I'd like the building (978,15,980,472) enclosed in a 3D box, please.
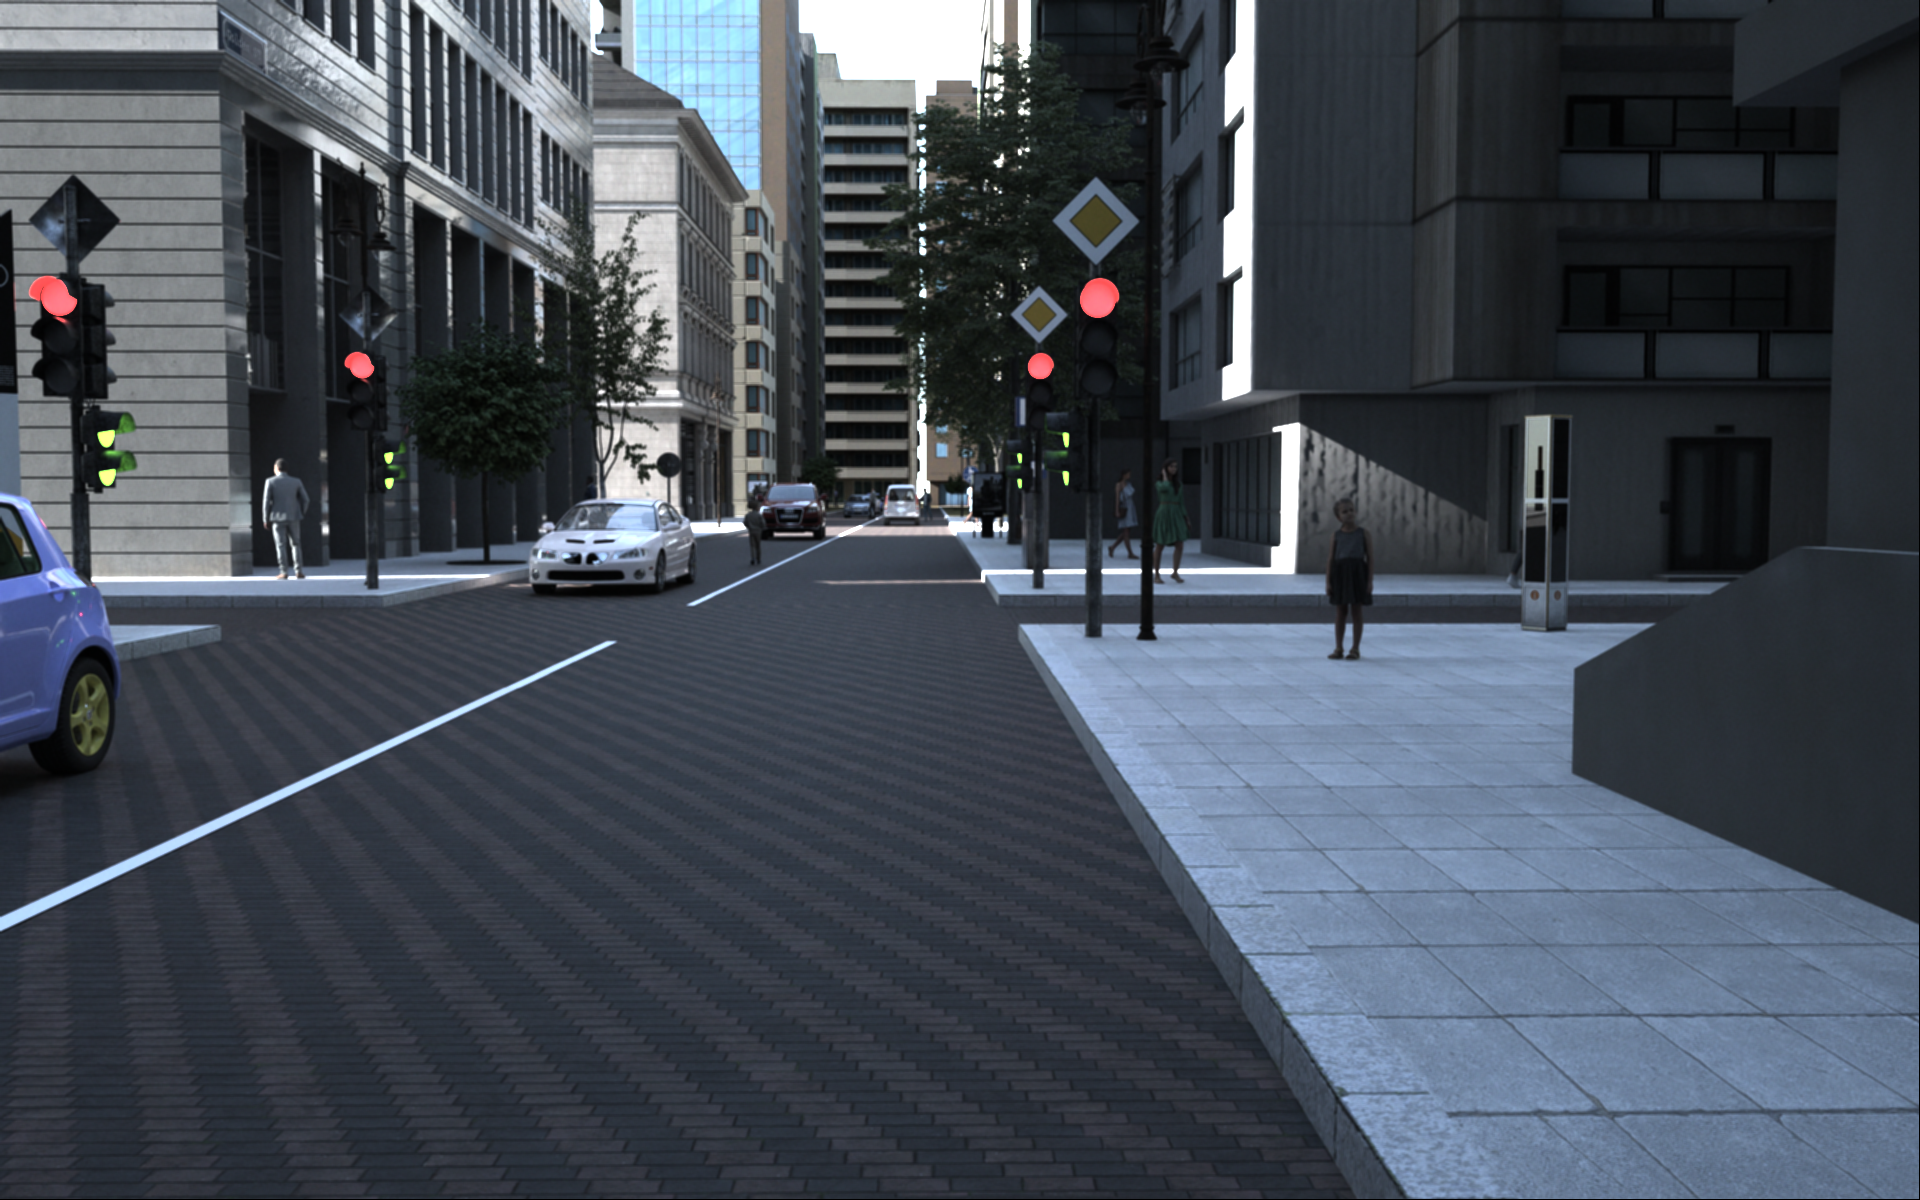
[{"bbox_3d":[8.548,-28.556,150.478,14.154,41.232,14.086,0,4,-1],"label":"building"}]

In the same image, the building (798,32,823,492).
[{"bbox_3d":[-19.585,-28.449,148.743,14.154,41.232,14.086,0,4,-1],"label":"building"}]

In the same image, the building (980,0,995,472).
[{"bbox_3d":[12.458,-31.120,132.510,21.300,48.544,21.600,0,4,-1],"label":"building"}]

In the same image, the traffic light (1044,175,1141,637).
[{"bbox_3d":[1.182,-1.623,15.459,0.839,4.253,0.868,0,4,-1],"label":"traffic light"}]

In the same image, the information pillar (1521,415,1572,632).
[{"bbox_3d":[5.499,-0.719,16.246,0.304,2.012,0.304,-2,4,-34],"label":"information pillar"}]

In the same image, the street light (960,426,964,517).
[{"bbox_3d":[0.116,-7.653,97.912,0.468,5.910,1.993,0,4,-1],"label":"street light"}]

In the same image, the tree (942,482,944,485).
[{"bbox_3d":[-0.860,-9.922,156.825,1.663,3.219,1.824,0,3,0],"label":"tree"}]

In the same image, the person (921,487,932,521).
[{"bbox_3d":[-1.763,-5.044,91.320,0.623,1.781,0.721,1,4,18],"label":"person"}]

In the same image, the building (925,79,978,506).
[{"bbox_3d":[3.292,-33.060,190.644,14.200,45.320,14.600,0,4,-1],"label":"building"}]

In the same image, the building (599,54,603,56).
[{"bbox_3d":[-34.825,-29.392,164.146,14.086,41.232,14.154,0,4,-1],"label":"building"}]

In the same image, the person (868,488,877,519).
[{"bbox_3d":[-4.978,-5.487,98.390,0.473,1.802,0.592,2,4,33],"label":"person"}]

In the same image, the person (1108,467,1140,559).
[{"bbox_3d":[3.215,-1.722,34.287,0.778,1.811,0.616,3,5,42],"label":"person"}]

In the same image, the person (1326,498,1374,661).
[{"bbox_3d":[3.014,-0.164,13.391,0.362,1.253,0.373,2,4,27],"label":"person"}]

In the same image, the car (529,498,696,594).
[{"bbox_3d":[-5.210,-0.863,26.464,2.083,1.381,4.827,0,4,1],"label":"car"}]

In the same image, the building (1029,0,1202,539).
[{"bbox_3d":[9.108,-17.335,55.122,14.160,30.474,14.107,0,4,-1],"label":"building"}]

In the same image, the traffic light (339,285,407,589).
[{"bbox_3d":[-7.914,-2.101,23.274,0.839,4.253,0.868,0,4,-1],"label":"traffic light"}]

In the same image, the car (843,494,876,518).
[{"bbox_3d":[-6.048,-5.674,104.767,2.014,1.417,4.499,0,3,0],"label":"car"}]

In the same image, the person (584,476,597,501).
[{"bbox_3d":[-10.718,-2.688,50.175,0.419,1.800,0.721,-1,4,-22],"label":"person"}]

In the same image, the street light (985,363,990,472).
[{"bbox_3d":[0.884,-5.151,57.003,0.468,5.910,1.993,0,4,-1],"label":"street light"}]

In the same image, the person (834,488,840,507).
[{"bbox_3d":[-12.026,-10.014,169.634,0.599,1.838,0.709,2,4,27],"label":"person"}]

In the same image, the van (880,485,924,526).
[{"bbox_3d":[-2.658,-4.427,79.391,2.013,2.044,4.112,0,4,-1],"label":"van"}]

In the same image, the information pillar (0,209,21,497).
[{"bbox_3d":[-7.942,-1.395,14.162,0.183,3.616,0.504,3,5,39],"label":"information pillar"}]

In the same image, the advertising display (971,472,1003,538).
[{"bbox_3d":[0.809,-2.796,50.922,0.974,1.923,0.123,-1,4,-22],"label":"advertising display"}]

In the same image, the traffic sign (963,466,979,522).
[{"bbox_3d":[0.506,-4.800,78.591,0.768,2.556,0.104,0,4,3],"label":"traffic sign"}]

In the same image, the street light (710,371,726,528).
[{"bbox_3d":[-9.084,-5.651,65.186,0.468,5.910,1.993,0,4,-1],"label":"street light"}]

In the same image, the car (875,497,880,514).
[{"bbox_3d":[-6.731,-6.856,124.459,2.083,1.381,4.827,0,4,1],"label":"car"}]

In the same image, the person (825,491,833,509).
[{"bbox_3d":[-11.401,-8.846,151.204,0.750,1.759,0.617,-1,4,-19],"label":"person"}]

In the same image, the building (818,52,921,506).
[{"bbox_3d":[-15.261,-34.899,194.292,21.600,48.544,21.300,0,4,-1],"label":"building"}]

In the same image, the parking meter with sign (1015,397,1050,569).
[{"bbox_3d":[1.294,-2.077,30.221,0.543,3.016,1.738,0,4,-3],"label":"parking meter with sign"}]

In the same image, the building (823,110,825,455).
[{"bbox_3d":[-20.078,-29.471,165.438,14.086,41.232,14.154,0,4,-1],"label":"building"}]

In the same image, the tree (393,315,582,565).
[{"bbox_3d":[-8.682,-2.950,31.951,4.285,4.588,4.351,0,3,0],"label":"tree"}]

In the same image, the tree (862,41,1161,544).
[{"bbox_3d":[1.428,-7.673,43.577,7.486,12.596,7.792,0,3,0],"label":"tree"}]

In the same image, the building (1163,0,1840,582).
[{"bbox_3d":[11.340,-21.176,29.817,14.086,41.232,14.154,0,4,-1],"label":"building"}]

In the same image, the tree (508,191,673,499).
[{"bbox_3d":[-8.759,-5.610,42.087,4.737,8.622,4.395,0,3,0],"label":"tree"}]

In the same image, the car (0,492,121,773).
[{"bbox_3d":[-5.272,0.121,7.618,1.945,1.707,3.694,0,4,-2],"label":"car"}]

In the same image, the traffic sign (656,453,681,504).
[{"bbox_3d":[-8.942,-3.248,53.206,0.768,2.556,0.104,0,4,1],"label":"traffic sign"}]

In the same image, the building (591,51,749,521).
[{"bbox_3d":[-16.546,-13.747,75.670,10.553,20.767,40.483,0,4,-1],"label":"building"}]

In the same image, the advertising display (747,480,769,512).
[{"bbox_3d":[-9.278,-4.550,79.604,0.974,1.923,0.123,0,4,6],"label":"advertising display"}]

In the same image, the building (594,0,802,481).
[{"bbox_3d":[-19.775,-29.626,134.496,14.600,45.320,14.200,0,4,-1],"label":"building"}]

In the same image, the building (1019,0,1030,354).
[{"bbox_3d":[16.923,-30.283,84.361,28.713,52.752,27.495,0,4,-1],"label":"building"}]

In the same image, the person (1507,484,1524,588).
[{"bbox_3d":[7.772,-1.059,23.541,0.728,1.800,0.709,0,4,-8],"label":"person"}]

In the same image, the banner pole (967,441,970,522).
[{"bbox_3d":[0.380,-5.550,80.755,0.401,3.779,0.863,1,4,11],"label":"banner pole"}]

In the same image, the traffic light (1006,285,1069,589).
[{"bbox_3d":[1.046,-2.111,23.443,0.839,4.253,0.868,0,4,-1],"label":"traffic light"}]

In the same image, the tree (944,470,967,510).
[{"bbox_3d":[-0.068,-9.042,142.437,1.663,3.219,1.824,0,3,0],"label":"tree"}]

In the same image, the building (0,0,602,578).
[{"bbox_3d":[-16.825,-16.074,40.309,11.434,29.767,29.804,0,4,-1],"label":"building"}]

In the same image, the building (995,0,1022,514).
[{"bbox_3d":[9.439,-28.401,114.461,14.600,45.320,14.200,0,4,-1],"label":"building"}]

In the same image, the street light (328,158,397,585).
[{"bbox_3d":[-8.320,-3.149,24.277,0.468,5.910,1.993,0,4,-1],"label":"street light"}]

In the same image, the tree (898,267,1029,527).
[{"bbox_3d":[1.614,-8.087,66.633,8.767,10.594,7.601,0,4,6],"label":"tree"}]

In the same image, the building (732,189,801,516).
[{"bbox_3d":[-25.325,-16.374,112.761,27.650,21.520,28.899,0,4,-1],"label":"building"}]

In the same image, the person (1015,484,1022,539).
[{"bbox_3d":[1.446,-1.819,35.745,0.622,1.834,0.822,0,4,6],"label":"person"}]

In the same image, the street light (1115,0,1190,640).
[{"bbox_3d":[1.648,-2.588,15.103,0.468,5.910,1.993,0,4,-1],"label":"street light"}]

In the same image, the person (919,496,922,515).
[{"bbox_3d":[-2.697,-6.660,120.630,0.697,1.427,0.421,-3,4,-36],"label":"person"}]

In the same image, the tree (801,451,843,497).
[{"bbox_3d":[-10.483,-8.998,130.838,4.285,4.588,4.351,0,3,0],"label":"tree"}]

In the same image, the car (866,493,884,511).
[{"bbox_3d":[-7.409,-8.448,147.711,1.945,1.707,3.694,0,4,-2],"label":"car"}]

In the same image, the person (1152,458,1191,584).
[{"bbox_3d":[2.996,-1.133,24.809,0.600,1.795,0.529,-3,4,-36],"label":"person"}]

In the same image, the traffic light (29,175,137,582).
[{"bbox_3d":[-7.777,-1.613,15.290,0.839,4.253,0.868,0,4,-1],"label":"traffic light"}]

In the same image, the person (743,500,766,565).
[{"bbox_3d":[-4.194,-1.378,35.306,0.475,1.303,0.640,0,4,-6],"label":"person"}]

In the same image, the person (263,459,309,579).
[{"bbox_3d":[-10.180,-1.224,26.154,0.635,1.810,0.391,-3,5,-42],"label":"person"}]

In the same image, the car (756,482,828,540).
[{"bbox_3d":[-5.409,-2.899,56.067,2.281,1.827,5.304,0,4,-3],"label":"car"}]

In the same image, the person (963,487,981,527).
[{"bbox_3d":[0.525,-3.732,67.149,0.778,1.811,0.616,-2,4,-23],"label":"person"}]
